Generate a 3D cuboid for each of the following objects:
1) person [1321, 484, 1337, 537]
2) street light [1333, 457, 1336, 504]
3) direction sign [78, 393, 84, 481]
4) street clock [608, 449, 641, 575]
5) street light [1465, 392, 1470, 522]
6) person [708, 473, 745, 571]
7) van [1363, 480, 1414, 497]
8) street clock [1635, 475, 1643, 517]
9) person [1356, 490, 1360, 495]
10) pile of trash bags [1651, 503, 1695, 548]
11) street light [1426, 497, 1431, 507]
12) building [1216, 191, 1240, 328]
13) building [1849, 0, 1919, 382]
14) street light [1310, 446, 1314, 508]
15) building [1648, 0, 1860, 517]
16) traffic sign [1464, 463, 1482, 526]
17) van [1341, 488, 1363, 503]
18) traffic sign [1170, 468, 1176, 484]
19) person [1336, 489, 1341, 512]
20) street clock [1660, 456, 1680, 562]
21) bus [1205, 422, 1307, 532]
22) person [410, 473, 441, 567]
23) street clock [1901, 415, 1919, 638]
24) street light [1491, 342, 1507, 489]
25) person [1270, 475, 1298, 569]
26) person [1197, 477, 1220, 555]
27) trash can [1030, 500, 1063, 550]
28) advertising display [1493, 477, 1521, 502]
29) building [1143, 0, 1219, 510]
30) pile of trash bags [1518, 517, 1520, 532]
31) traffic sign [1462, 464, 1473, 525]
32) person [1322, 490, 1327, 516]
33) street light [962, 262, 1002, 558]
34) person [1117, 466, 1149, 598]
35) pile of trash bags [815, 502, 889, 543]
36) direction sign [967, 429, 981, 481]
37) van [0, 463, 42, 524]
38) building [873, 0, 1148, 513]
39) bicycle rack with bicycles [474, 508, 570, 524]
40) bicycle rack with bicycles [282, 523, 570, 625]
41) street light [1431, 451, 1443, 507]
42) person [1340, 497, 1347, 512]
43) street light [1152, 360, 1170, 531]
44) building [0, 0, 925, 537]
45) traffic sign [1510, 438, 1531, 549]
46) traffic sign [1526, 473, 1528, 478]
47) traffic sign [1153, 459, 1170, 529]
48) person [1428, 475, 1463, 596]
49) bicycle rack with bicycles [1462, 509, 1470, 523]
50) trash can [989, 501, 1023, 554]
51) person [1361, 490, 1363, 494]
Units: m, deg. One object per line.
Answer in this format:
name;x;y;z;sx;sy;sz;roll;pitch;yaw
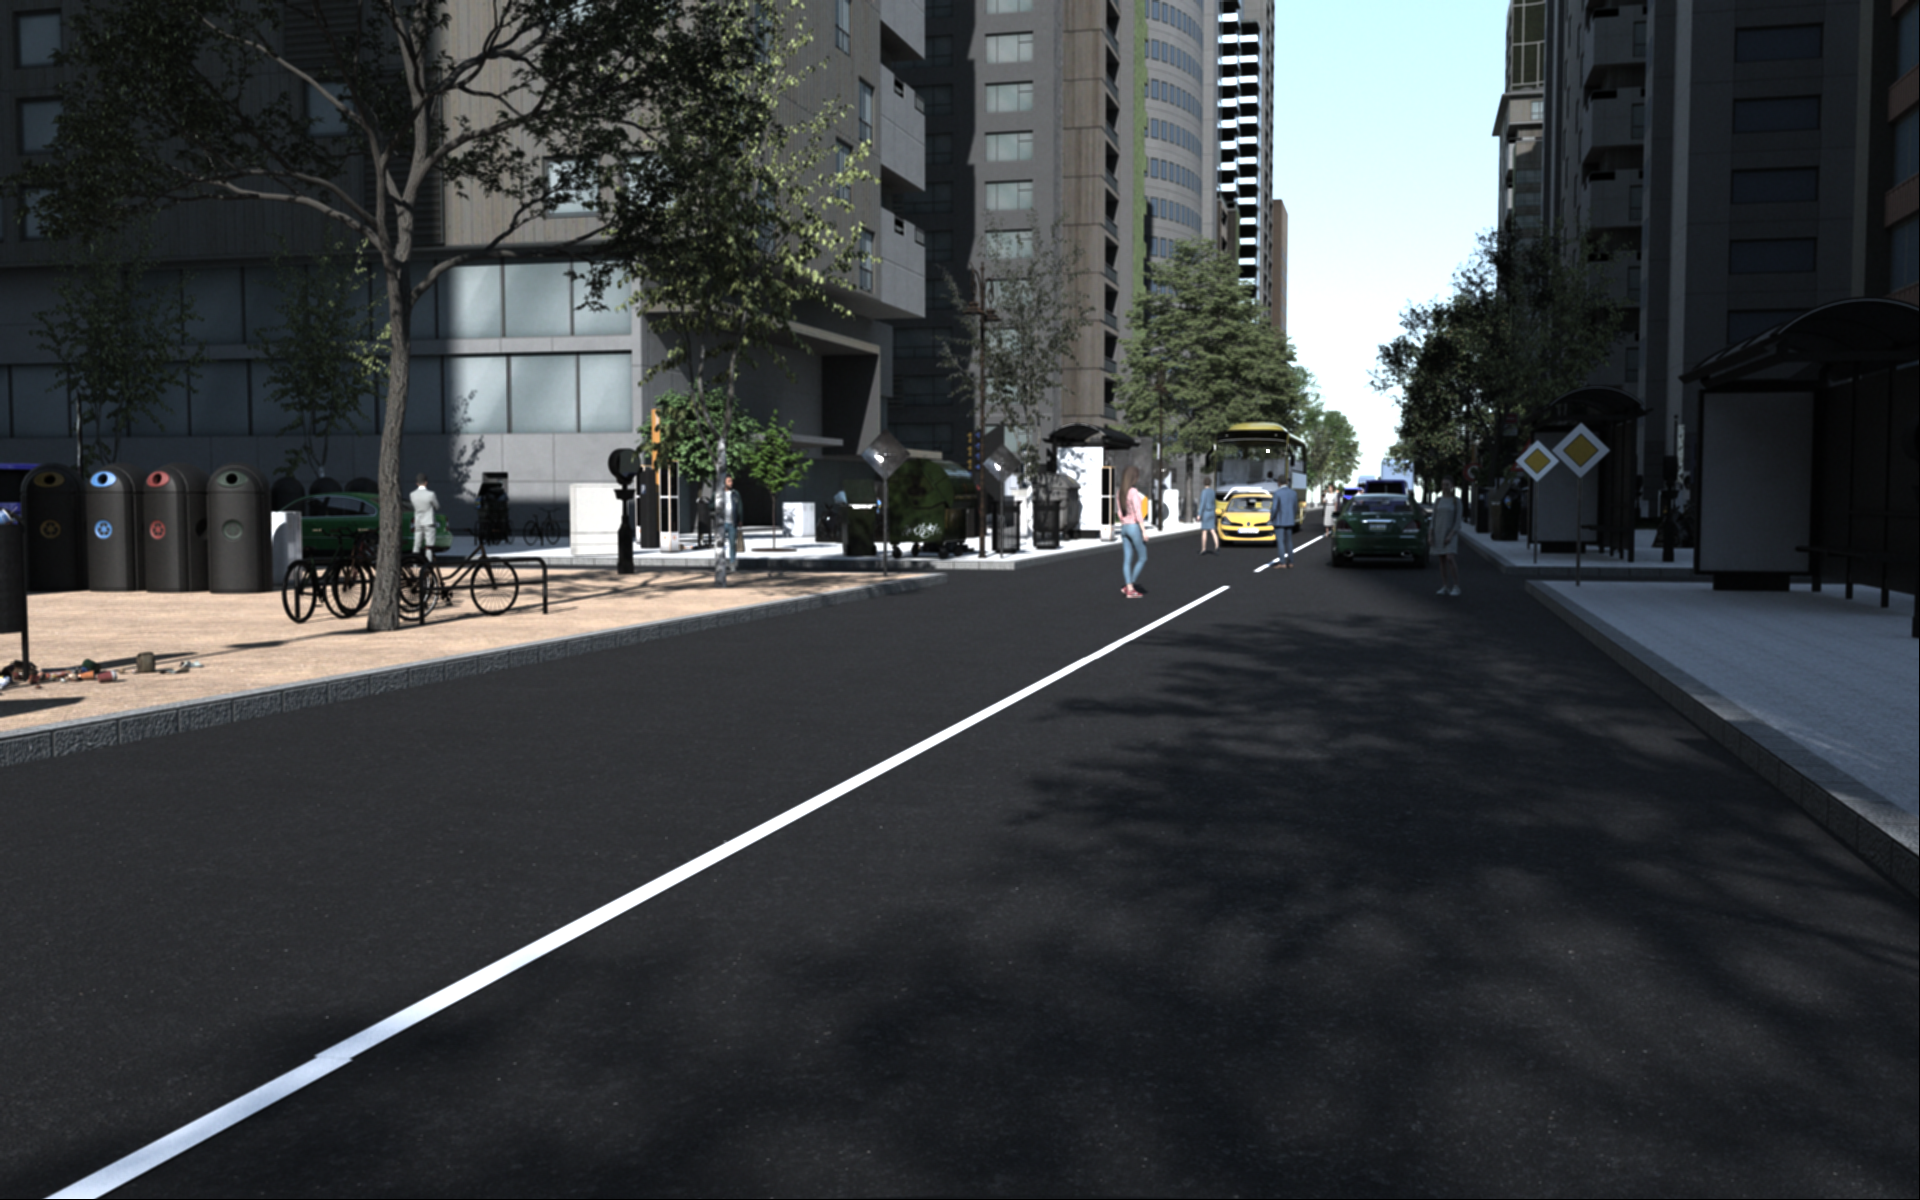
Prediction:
person;12.336;-2.985;57.875;0.480;1.755;0.524;2;4;26
street light;46.639;-14.832;215.292;0.468;5.910;1.993;1;4;14
direction sign;-19.810;-2.879;39.062;0.379;3.537;0.876;-2;4;-26
street clock;-5.343;-1.410;27.631;0.358;2.002;0.471;3;5;44
street light;22.880;-6.445;78.158;0.468;5.910;1.993;1;4;14
person;-4.255;-1.437;31.981;0.794;1.824;0.713;0;4;1
van;18.829;-4.403;76.366;2.240;2.365;5.245;1;4;16
street clock;25.471;-3.701;65.079;0.358;2.002;0.471;3;4;36
person;27.348;-6.680;118.656;0.436;1.711;0.756;-2;4;-33
pile of trash bags;18.409;-1.958;41.762;3.447;1.369;1.912;-2;4;-34
street light;48.403;-12.539;177.795;0.468;5.910;1.993;1;4;14
building;18.958;-24.082;165.449;14.160;30.474;14.107;1;4;14
building;37.655;-23.778;43.396;28.867;44.769;22.147;1;4;14
street light;32.750;-11.513;161.020;0.468;5.910;1.993;1;4;14
building;45.157;-33.218;85.120;21.231;58.520;28.212;1;4;14
traffic sign;20.823;-4.286;70.182;0.768;2.556;0.104;1;4;19
van;37.563;-9.848;165.406;2.240;2.365;5.245;1;4;14
traffic sign;8.243;-4.055;68.426;0.606;2.300;0.079;1;4;19
person;23.639;-6.107;108.792;0.568;1.767;0.683;1;4;15
street clock;13.422;-1.724;32.764;0.358;2.002;0.471;1;4;18
bus;10.985;-4.356;62.773;2.896;3.916;12.252;1;4;14
person;-9.497;-1.353;30.803;0.511;1.800;0.466;0;4;0
street clock;8.621;-0.661;15.371;0.471;2.002;0.358;0;4;4
street light;16.382;-4.884;52.649;0.468;5.910;1.993;1;4;14
person;6.242;-1.506;33.312;0.721;1.800;0.419;-2;4;-34
person;5.828;-1.962;40.606;0.581;1.822;0.654;-2;4;-23
trash can;2.005;-1.743;40.144;0.748;1.137;0.748;0;3;0
advertising display;20.134;-3.580;63.748;0.974;1.923;0.123;0;4;8
building;9.498;-36.857;144.615;21.231;58.520;28.212;1;4;14
pile of trash bags;19.429;-3.118;60.730;1.912;1.369;3.447;0;4;-2
traffic sign;21.061;-4.353;71.281;0.768;2.556;0.104;1;4;16
person;23.496;-6.226;111.116;0.721;1.723;1.217;3;4;36
street light;0.447;-3.784;34.655;0.468;5.910;1.993;1;4;14
person;2.407;-0.947;23.991;0.388;1.821;0.555;-3;5;-39
pile of trash bags;-2.075;-2.241;46.390;3.447;1.369;1.912;-2;4;-24
direction sign;0.481;-4.198;60.633;0.379;3.537;0.876;-2;4;-32
van;-20.972;-1.876;35.058;5.245;2.365;2.240;1;4;14
building;2.503;-25.280;96.916;14.154;41.232;14.086;1;4;14
bicycle rack with bicycles;-11.236;-1.862;43.822;2.852;0.926;2.925;1;4;11
bicycle rack with bicycles;-5.828;-0.289;18.101;2.852;0.926;2.925;2;4;30
street light;41.820;-10.959;151.968;0.468;5.910;1.993;1;4;14
person;15.940;-3.620;71.937;0.306;1.304;0.590;0;4;-2
street light;6.969;-5.341;60.111;0.468;5.910;1.993;1;4;14
building;-17.085;-29.057;64.314;28.713;52.752;27.495;1;4;14
traffic sign;13.207;-2.456;40.166;0.884;2.594;0.081;1;4;21
traffic sign;22.803;-4.192;68.649;0.768;2.556;0.104;1;4;23
traffic sign;7.246;-3.846;62.990;0.768;2.556;0.104;1;4;19
person;6.942;-0.928;24.680;0.512;1.701;0.522;3;5;41
bicycle rack with bicycles;23.433;-3.807;75.630;2.925;0.926;2.852;1;4;11
trash can;0.992;-1.577;37.435;0.748;1.137;0.748;0;3;0
person;35.569;-8.826;153.361;0.990;1.755;0.434;-1;4;-15
